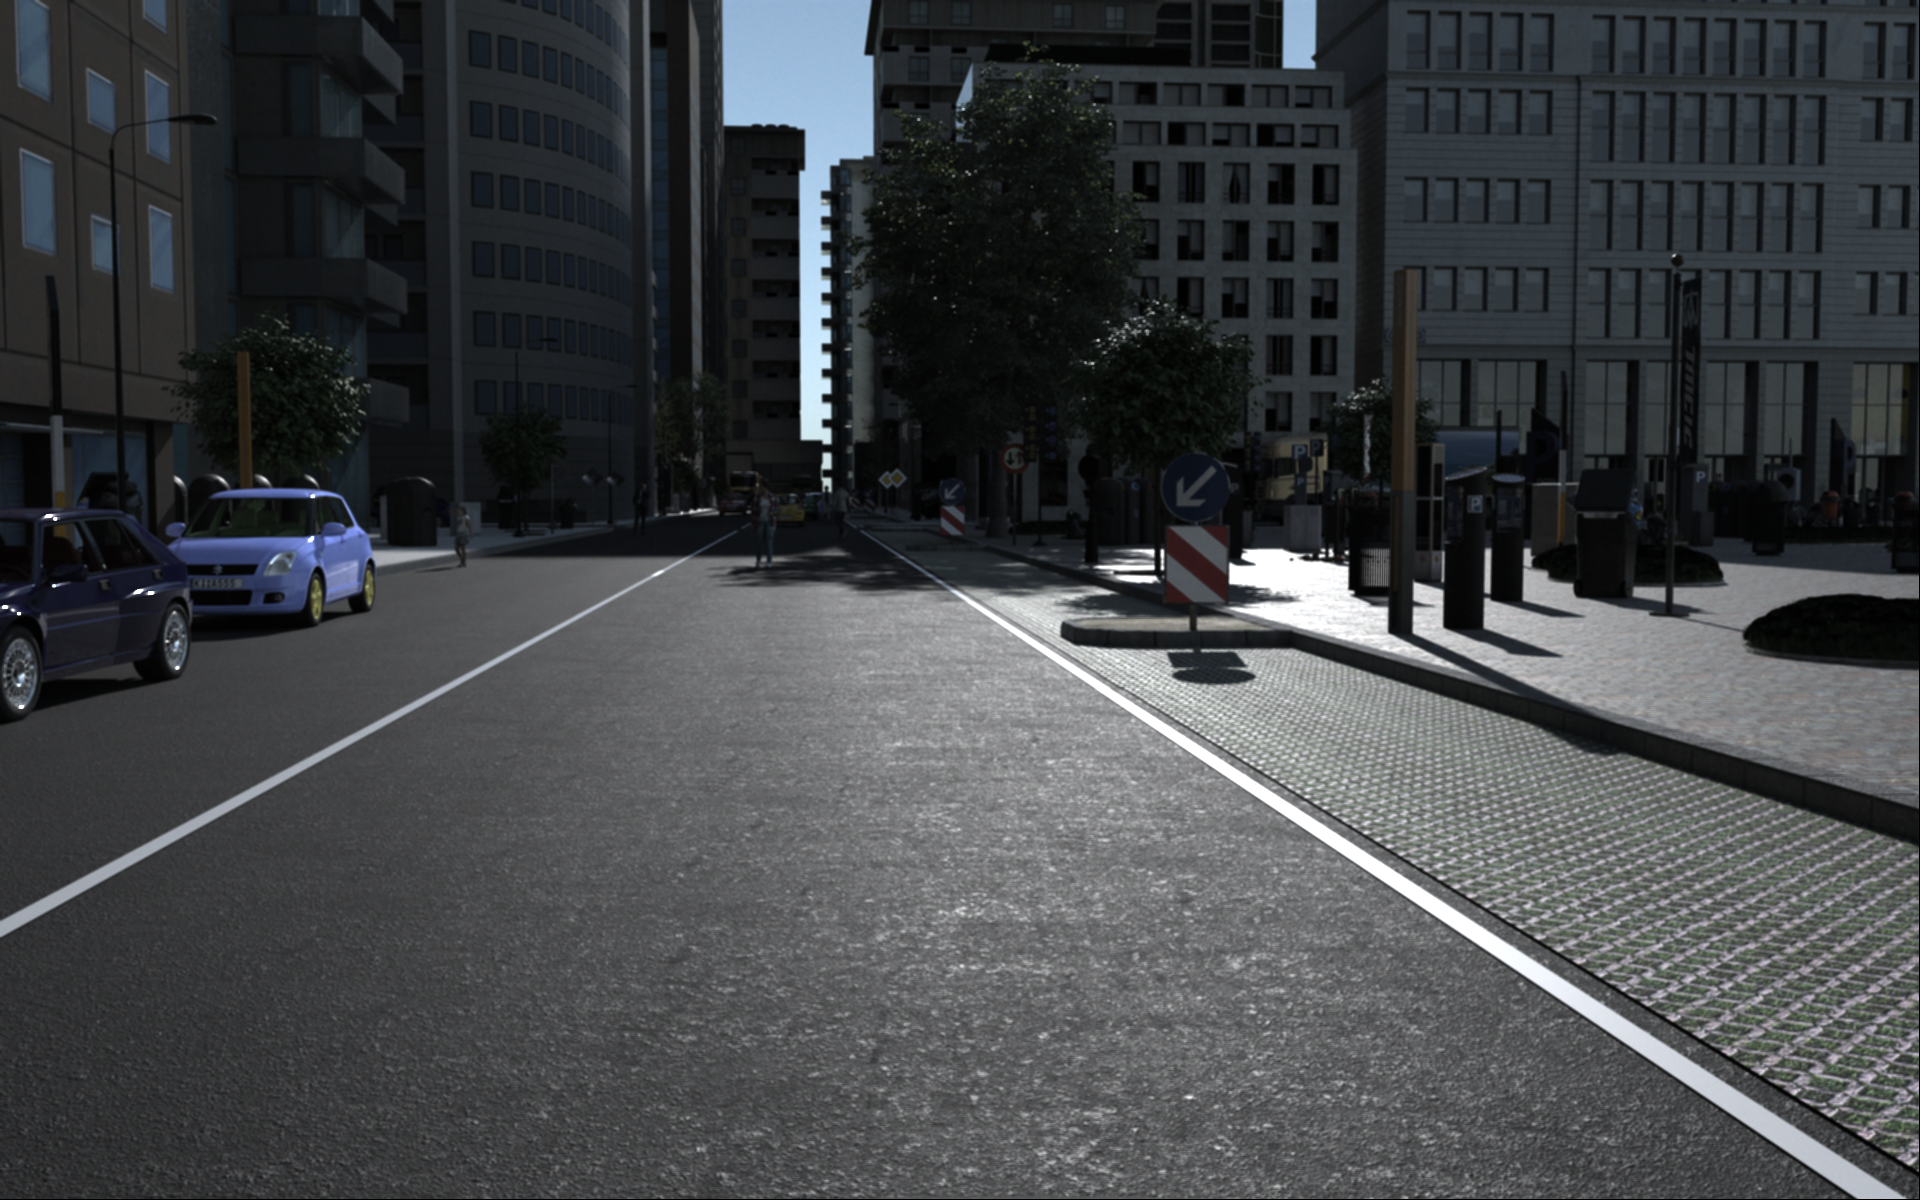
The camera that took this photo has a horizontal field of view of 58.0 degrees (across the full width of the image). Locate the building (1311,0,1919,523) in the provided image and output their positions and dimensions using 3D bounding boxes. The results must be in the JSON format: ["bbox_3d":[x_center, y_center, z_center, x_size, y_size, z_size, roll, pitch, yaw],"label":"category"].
[{"bbox_3d":[32.943,-18.682,82.937,29.804,29.767,11.434,0,4,-5],"label":"building"}]

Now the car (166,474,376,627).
[{"bbox_3d":[-7.893,-0.621,19.743,1.945,1.707,3.694,0,4,-6],"label":"car"}]

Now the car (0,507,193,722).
[{"bbox_3d":[-6.848,0.031,12.072,1.945,1.354,3.894,0,4,-3],"label":"car"}]

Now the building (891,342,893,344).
[{"bbox_3d":[1.627,-18.132,138.257,13.314,21.916,24.055,0,4,-5],"label":"building"}]

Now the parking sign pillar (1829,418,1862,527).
[{"bbox_3d":[31.593,-4.497,61.994,1.447,3.967,1.447,-3,5,-42],"label":"parking sign pillar"}]

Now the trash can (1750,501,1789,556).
[{"bbox_3d":[16.876,-1.498,36.138,0.748,1.137,0.748,0,3,0],"label":"trash can"}]

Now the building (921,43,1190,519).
[{"bbox_3d":[4.570,-16.158,93.861,12.332,23.373,15.834,0,4,-5],"label":"building"}]

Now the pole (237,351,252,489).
[{"bbox_3d":[-10.263,-1.898,24.884,0.158,3.312,0.155,0,3,0],"label":"pole"}]

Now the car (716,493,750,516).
[{"bbox_3d":[-14.926,-6.413,113.896,2.155,1.783,4.494,0,4,-7],"label":"car"}]

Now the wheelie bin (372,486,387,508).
[{"bbox_3d":[-24.024,-3.928,72.133,0.980,1.594,0.693,3,4,39],"label":"wheelie bin"}]

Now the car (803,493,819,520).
[{"bbox_3d":[-8.736,-5.295,95.372,1.959,1.807,4.718,0,4,-5],"label":"car"}]

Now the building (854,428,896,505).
[{"bbox_3d":[-1.303,-54.760,208.003,22.319,86.520,31.000,0,4,-5],"label":"building"}]

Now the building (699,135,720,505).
[{"bbox_3d":[-34.211,-31.105,192.157,14.154,41.232,14.086,0,4,-5],"label":"building"}]

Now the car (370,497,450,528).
[{"bbox_3d":[-22.271,-3.490,69.640,3.894,1.354,1.945,0,4,-7],"label":"car"}]

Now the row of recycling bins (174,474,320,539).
[{"bbox_3d":[-15.104,-1.769,36.039,3.534,1.692,1.069,0,4,-5],"label":"row of recycling bins"}]

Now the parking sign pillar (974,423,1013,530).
[{"bbox_3d":[1.242,-4.515,62.285,1.447,3.967,1.447,3,5,42],"label":"parking sign pillar"}]

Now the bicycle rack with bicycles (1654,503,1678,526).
[{"bbox_3d":[27.967,-3.209,65.857,2.852,0.926,2.925,0,4,2],"label":"bicycle rack with bicycles"}]

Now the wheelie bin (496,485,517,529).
[{"bbox_3d":[-16.491,-3.386,63.262,0.980,1.594,0.693,1,4,9],"label":"wheelie bin"}]

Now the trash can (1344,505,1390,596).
[{"bbox_3d":[5.250,-0.633,22.003,0.748,1.137,0.748,0,3,0],"label":"trash can"}]

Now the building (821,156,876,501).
[{"bbox_3d":[-4.373,-38.284,245.553,30.456,49.044,23.786,0,4,-5],"label":"building"}]

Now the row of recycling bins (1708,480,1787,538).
[{"bbox_3d":[23.133,-2.690,51.100,1.069,1.692,3.534,0,4,-8],"label":"row of recycling bins"}]

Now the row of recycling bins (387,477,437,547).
[{"bbox_3d":[-13.916,-2.241,43.750,1.069,1.692,3.534,-2,4,-24],"label":"row of recycling bins"}]

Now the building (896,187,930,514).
[{"bbox_3d":[3.092,-16.634,113.761,13.314,21.916,24.055,0,4,-5],"label":"building"}]

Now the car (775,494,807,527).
[{"bbox_3d":[-7.762,-4.065,76.694,2.015,1.641,3.980,0,4,-6],"label":"car"}]

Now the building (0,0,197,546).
[{"bbox_3d":[-21.717,-23.006,26.267,14.600,45.320,14.200,0,4,-5],"label":"building"}]

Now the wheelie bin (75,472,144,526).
[{"bbox_3d":[-12.168,-1.039,24.891,0.693,1.594,0.980,1,4,22],"label":"wheelie bin"}]

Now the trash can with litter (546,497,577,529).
[{"bbox_3d":[-14.598,-3.183,63.434,1.055,1.170,0.624,-3,4,-36],"label":"trash can with litter"}]

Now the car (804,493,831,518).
[{"bbox_3d":[-8.816,-5.892,105.920,1.945,1.707,3.694,0,4,-5],"label":"car"}]

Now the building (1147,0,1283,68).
[{"bbox_3d":[35.307,-49.492,247.453,20.611,71.187,20.563,0,4,-5],"label":"building"}]

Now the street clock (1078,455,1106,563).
[{"bbox_3d":[2.449,-1.690,32.199,0.471,2.002,0.358,3,4,37],"label":"street clock"}]

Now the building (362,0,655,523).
[{"bbox_3d":[-27.169,-33.230,85.303,21.231,58.520,28.212,0,4,-5],"label":"building"}]

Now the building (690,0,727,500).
[{"bbox_3d":[-39.448,-47.255,210.863,20.611,71.187,20.563,0,4,-5],"label":"building"}]

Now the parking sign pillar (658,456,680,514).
[{"bbox_3d":[-18.811,-7.544,111.814,1.447,3.967,1.447,0,4,-2],"label":"parking sign pillar"}]

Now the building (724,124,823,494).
[{"bbox_3d":[-33.495,-40.156,245.789,27.495,52.752,28.713,0,4,-5],"label":"building"}]

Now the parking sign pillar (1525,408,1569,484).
[{"bbox_3d":[18.125,-3.979,53.536,1.447,3.967,1.447,-2,4,-35],"label":"parking sign pillar"}]

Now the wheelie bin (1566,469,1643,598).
[{"bbox_3d":[8.060,-0.840,21.640,0.980,1.594,0.693,3,4,36],"label":"wheelie bin"}]

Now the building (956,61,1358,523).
[{"bbox_3d":[8.642,-13.830,80.868,16.860,20.320,10.420,0,4,-5],"label":"building"}]

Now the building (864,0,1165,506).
[{"bbox_3d":[4.964,-36.150,180.283,28.713,52.752,27.495,0,4,-5],"label":"building"}]

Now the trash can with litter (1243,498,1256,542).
[{"bbox_3d":[7.511,-2.111,45.907,0.624,1.170,1.055,1,4,15],"label":"trash can with litter"}]

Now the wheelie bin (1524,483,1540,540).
[{"bbox_3d":[16.226,-2.516,49.052,0.980,1.594,0.693,-3,4,-36],"label":"wheelie bin"}]

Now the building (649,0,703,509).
[{"bbox_3d":[-30.381,-30.810,153.857,14.600,45.320,14.200,0,4,-5],"label":"building"}]

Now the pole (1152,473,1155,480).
[{"bbox_3d":[8.522,-5.027,76.028,0.158,3.312,0.155,0,3,0],"label":"pole"}]

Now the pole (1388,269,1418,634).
[{"bbox_3d":[4.061,-1.347,15.872,0.158,3.312,0.155,0,3,0],"label":"pole"}]

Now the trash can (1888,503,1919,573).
[{"bbox_3d":[15.513,-1.011,28.186,0.748,1.137,0.748,0,3,0],"label":"trash can"}]

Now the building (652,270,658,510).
[{"bbox_3d":[-36.541,-16.954,122.229,27.650,21.520,28.899,0,4,-5],"label":"building"}]

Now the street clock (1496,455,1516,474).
[{"bbox_3d":[10.020,-1.667,31.828,0.358,2.002,0.471,0,4,0],"label":"street clock"}]

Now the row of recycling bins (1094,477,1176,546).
[{"bbox_3d":[4.413,-2.272,44.263,1.069,1.692,3.534,2,4,35],"label":"row of recycling bins"}]

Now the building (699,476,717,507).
[{"bbox_3d":[-41.011,-29.391,172.426,32.217,40.220,23.993,0,4,-5],"label":"building"}]

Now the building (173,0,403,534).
[{"bbox_3d":[-32.553,-26.243,48.679,30.456,49.044,23.786,0,4,-5],"label":"building"}]
